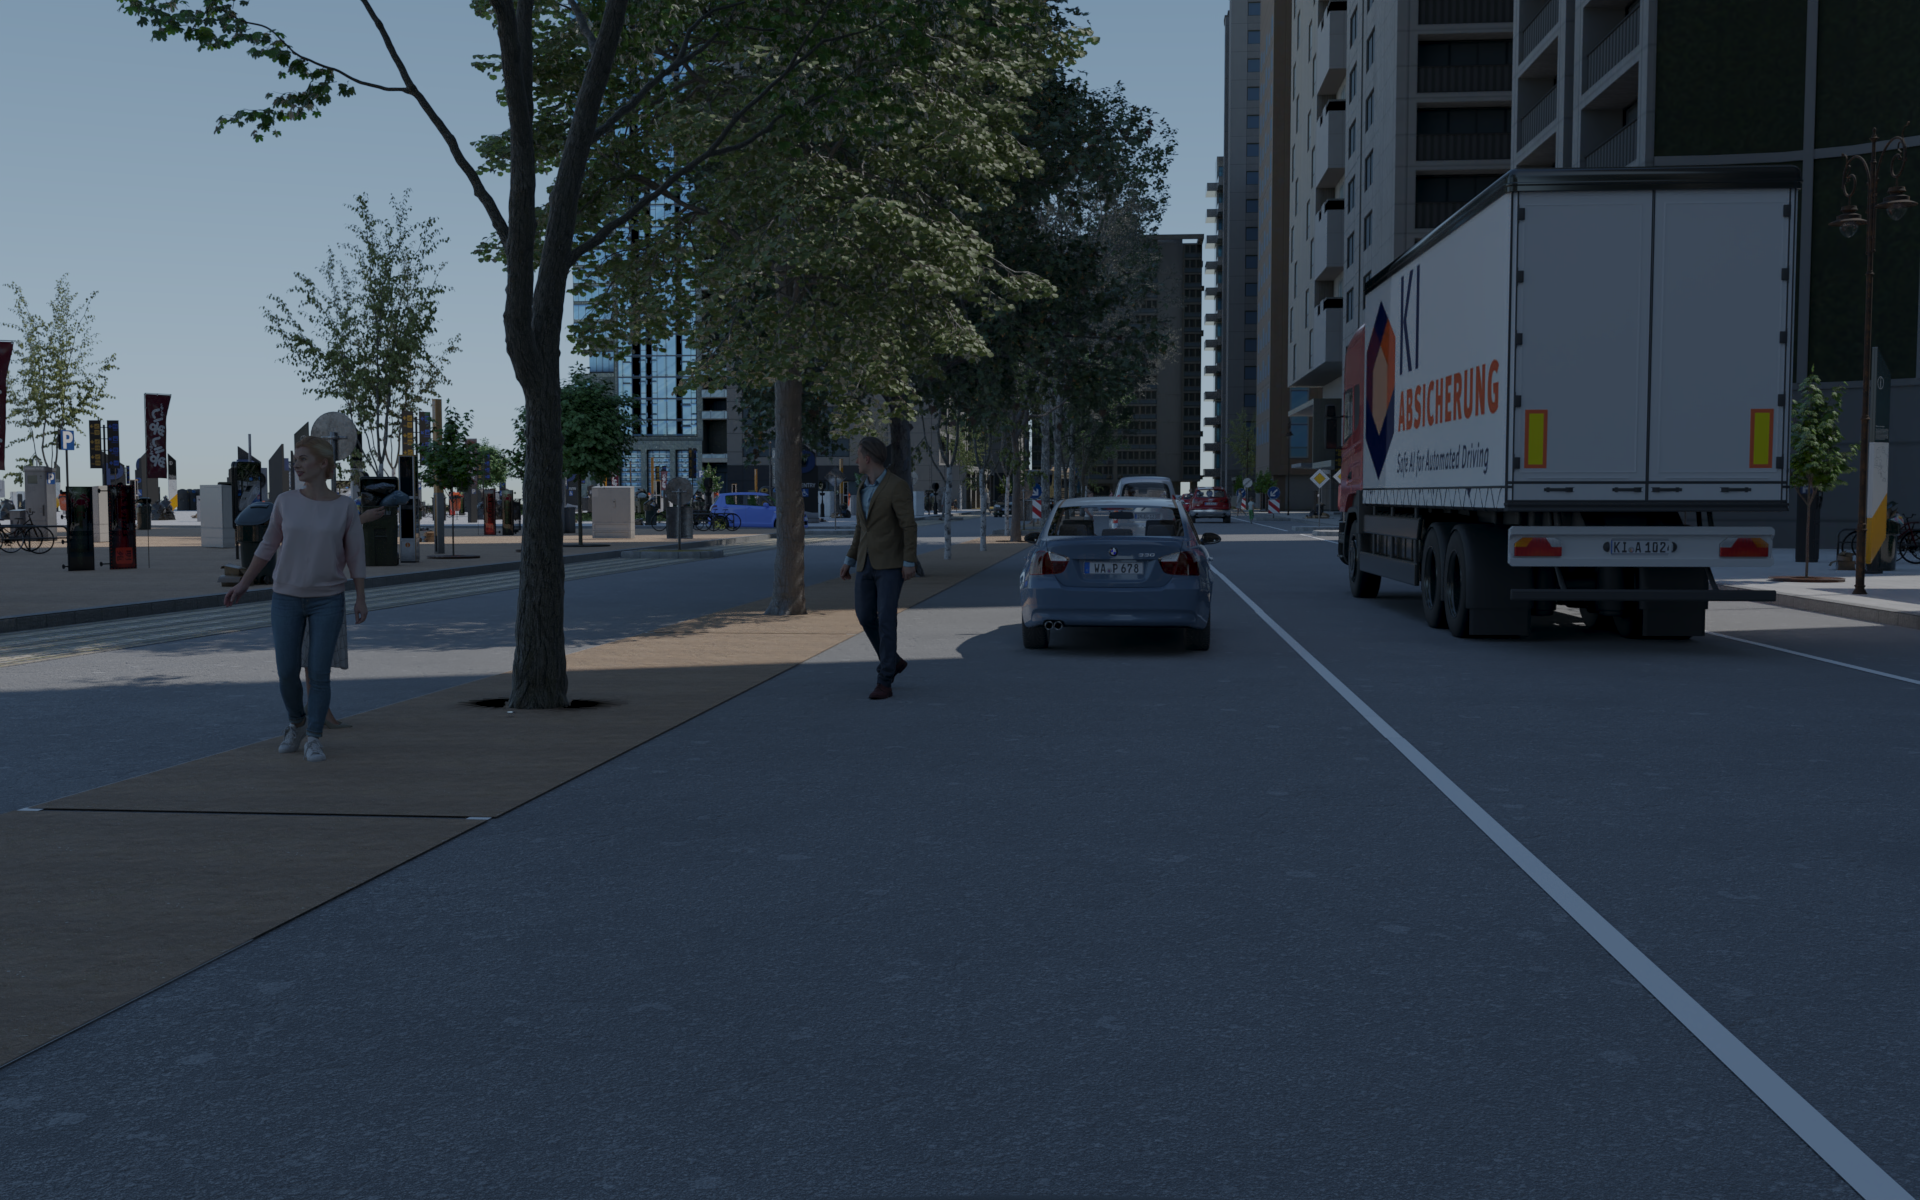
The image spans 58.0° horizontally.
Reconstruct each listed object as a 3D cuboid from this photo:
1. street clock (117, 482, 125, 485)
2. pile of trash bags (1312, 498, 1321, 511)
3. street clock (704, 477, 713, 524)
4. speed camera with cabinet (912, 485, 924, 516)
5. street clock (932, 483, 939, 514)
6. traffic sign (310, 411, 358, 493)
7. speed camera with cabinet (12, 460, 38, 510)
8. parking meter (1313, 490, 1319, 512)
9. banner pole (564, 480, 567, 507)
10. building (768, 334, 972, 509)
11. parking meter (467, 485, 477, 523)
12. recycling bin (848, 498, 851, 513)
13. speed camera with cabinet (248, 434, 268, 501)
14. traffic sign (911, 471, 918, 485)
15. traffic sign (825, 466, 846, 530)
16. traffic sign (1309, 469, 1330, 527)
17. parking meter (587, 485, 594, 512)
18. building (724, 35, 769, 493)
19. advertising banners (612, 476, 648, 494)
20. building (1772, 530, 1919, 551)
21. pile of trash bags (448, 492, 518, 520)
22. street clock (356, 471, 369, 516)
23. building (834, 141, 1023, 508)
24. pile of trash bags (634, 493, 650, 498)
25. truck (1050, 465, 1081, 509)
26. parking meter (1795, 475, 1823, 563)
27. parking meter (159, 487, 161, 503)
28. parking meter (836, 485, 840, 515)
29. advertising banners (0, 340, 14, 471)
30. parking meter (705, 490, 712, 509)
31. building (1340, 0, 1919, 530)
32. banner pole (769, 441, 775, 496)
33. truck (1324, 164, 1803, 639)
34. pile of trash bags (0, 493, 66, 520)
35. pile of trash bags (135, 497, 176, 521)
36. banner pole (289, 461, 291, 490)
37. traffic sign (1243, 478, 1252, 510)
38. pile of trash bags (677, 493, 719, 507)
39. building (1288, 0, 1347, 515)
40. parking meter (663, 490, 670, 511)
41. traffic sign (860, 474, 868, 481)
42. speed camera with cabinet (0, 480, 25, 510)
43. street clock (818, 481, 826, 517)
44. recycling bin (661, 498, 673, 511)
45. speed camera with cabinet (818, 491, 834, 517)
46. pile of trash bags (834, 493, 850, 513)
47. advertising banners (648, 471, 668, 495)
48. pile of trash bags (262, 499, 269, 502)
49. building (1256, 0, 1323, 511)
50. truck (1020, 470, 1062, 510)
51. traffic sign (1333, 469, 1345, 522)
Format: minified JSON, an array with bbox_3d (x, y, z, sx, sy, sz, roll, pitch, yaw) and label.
[{"bbox_3d":[-50.648,-6.116,104.570,0.471,2.002,0.358,-1,4,-21],"label":"street clock"},{"bbox_3d":[27.000,-7.076,125.447,1.912,1.369,3.447,-1,4,-21],"label":"pile of trash bags"},{"bbox_3d":[-10.906,-4.310,75.034,0.358,2.002,0.471,1,4,15],"label":"street clock"},{"bbox_3d":[-2.829,-6.616,102.507,0.660,3.252,2.038,-2,4,-30],"label":"speed camera with cabinet"},{"bbox_3d":[-1.536,-6.379,108.863,0.358,2.002,0.471,3,5,41],"label":"street clock"},{"bbox_3d":[-9.661,-1.628,26.723,0.768,2.556,0.104,0,4,8],"label":"traffic sign"},{"bbox_3d":[-54.655,-6.565,101.670,2.038,3.252,0.660,3,4,38],"label":"speed camera with cabinet"},{"bbox_3d":[25.086,-6.947,121.997,0.372,1.533,0.369,0,3,0],"label":"parking meter"},{"bbox_3d":[-32.474,-9.258,141.382,0.401,3.779,0.863,3,5,41],"label":"banner pole"},{"bbox_3d":[-7.017,-45.075,175.231,20.563,71.187,20.611,0,4,6],"label":"building"},{"bbox_3d":[-21.727,-4.372,77.185,0.255,1.863,0.399,3,5,40],"label":"parking meter"},{"bbox_3d":[-7.427,-6.459,118.152,0.722,1.027,0.722,1,4,13],"label":"recycling bin"},{"bbox_3d":[-23.543,-3.785,56.217,0.660,3.252,2.038,2,4,35],"label":"speed camera with cabinet"},{"bbox_3d":[-2.697,-5.885,96.329,0.768,2.556,0.104,1,4,12],"label":"traffic sign"},{"bbox_3d":[-4.446,-3.558,61.819,0.795,2.450,0.064,0,4,6],"label":"traffic sign"},{"bbox_3d":[14.103,-3.935,67.972,0.795,2.450,0.064,0,4,6],"label":"traffic sign"},{"bbox_3d":[-23.147,-6.282,108.425,0.399,1.863,0.255,-2,4,-33],"label":"parking meter"},{"bbox_3d":[-8.666,-43.821,154.721,20.563,71.187,20.611,0,4,6],"label":"building"},{"bbox_3d":[-19.102,-6.319,99.506,2.074,3.025,0.090,-2,4,-27],"label":"advertising banners"},{"bbox_3d":[24.594,-36.993,43.091,20.563,71.187,20.611,0,4,6],"label":"building"},{"bbox_3d":[-23.726,-4.682,86.300,3.447,1.369,1.912,-2,4,-32],"label":"pile of trash bags"},{"bbox_3d":[-19.072,-3.102,55.287,0.471,2.002,0.358,2,4,30],"label":"street clock"},{"bbox_3d":[-3.102,-47.149,209.142,20.611,71.187,20.563,0,4,6],"label":"building"},{"bbox_3d":[-24.464,-7.618,134.307,1.912,1.369,3.447,-1,4,-22],"label":"pile of trash bags"},{"bbox_3d":[10.129,-10.890,166.968,2.839,4.237,11.283,0,4,7],"label":"truck"},{"bbox_3d":[15.959,-1.641,32.547,0.399,1.863,0.255,3,5,44],"label":"parking meter"},{"bbox_3d":[-64.492,-8.170,139.288,0.255,1.863,0.399,0,4,-7],"label":"parking meter"},{"bbox_3d":[-7.521,-6.273,108.281,0.399,1.863,0.255,-3,5,-42],"label":"parking meter"},{"bbox_3d":[-11.627,-1.409,19.229,2.074,3.025,0.090,-2,4,-33],"label":"advertising banners"},{"bbox_3d":[-13.911,-5.347,95.840,0.372,1.533,0.369,0,3,0],"label":"parking meter"},{"bbox_3d":[28.671,-38.992,75.772,20.611,71.187,20.563,0,4,6],"label":"building"},{"bbox_3d":[-8.865,-5.639,82.217,0.401,3.779,0.863,-3,5,-44],"label":"banner pole"},{"bbox_3d":[6.338,-1.928,20.436,2.839,4.237,11.283,0,4,4],"label":"truck"},{"bbox_3d":[-46.426,-4.713,86.804,3.447,1.369,1.912,-1,4,-20],"label":"pile of trash bags"},{"bbox_3d":[-40.213,-4.593,84.848,3.447,1.369,1.912,1,4,12],"label":"pile of trash bags"},{"bbox_3d":[-44.942,-7.681,115.595,0.863,3.779,0.401,0,4,2],"label":"banner pole"},{"bbox_3d":[22.710,-8.364,136.858,0.768,2.556,0.104,1,4,10],"label":"traffic sign"},{"bbox_3d":[-20.210,-7.553,133.246,3.447,1.369,1.912,0,4,2],"label":"pile of trash bags"},{"bbox_3d":[34.711,-31.518,104.559,28.713,52.752,27.495,0,4,6],"label":"building"},{"bbox_3d":[-16.661,-5.498,98.301,0.372,1.533,0.369,0,3,0],"label":"parking meter"},{"bbox_3d":[-3.650,-4.044,69.764,0.795,2.450,0.064,0,4,6],"label":"traffic sign"},{"bbox_3d":[-60.510,-7.094,110.317,2.038,3.252,0.660,-3,5,-41],"label":"speed camera with cabinet"},{"bbox_3d":[-7.598,-5.568,95.611,0.358,2.002,0.471,-2,4,-35],"label":"street clock"},{"bbox_3d":[-21.159,-6.869,124.858,0.722,1.027,0.722,1,4,9],"label":"recycling bin"},{"bbox_3d":[-8.224,-6.381,98.673,2.038,3.252,0.660,1,4,17],"label":"speed camera with cabinet"},{"bbox_3d":[-8.371,-6.274,112.327,1.912,1.369,3.447,3,5,39],"label":"pile of trash bags"},{"bbox_3d":[-23.294,-8.318,132.191,2.074,3.025,0.090,1,4,9],"label":"advertising banners"},{"bbox_3d":[-55.395,-7.709,135.799,1.912,1.369,3.447,0,4,-1],"label":"pile of trash bags"},{"bbox_3d":[30.589,-29.604,134.134,14.600,45.320,14.200,0,4,6],"label":"building"},{"bbox_3d":[6.605,-8.796,139.739,3.469,3.379,9.791,0,4,7],"label":"truck"},{"bbox_3d":[13.308,-3.449,60.027,0.795,2.450,0.064,0,4,6],"label":"traffic sign"}]
